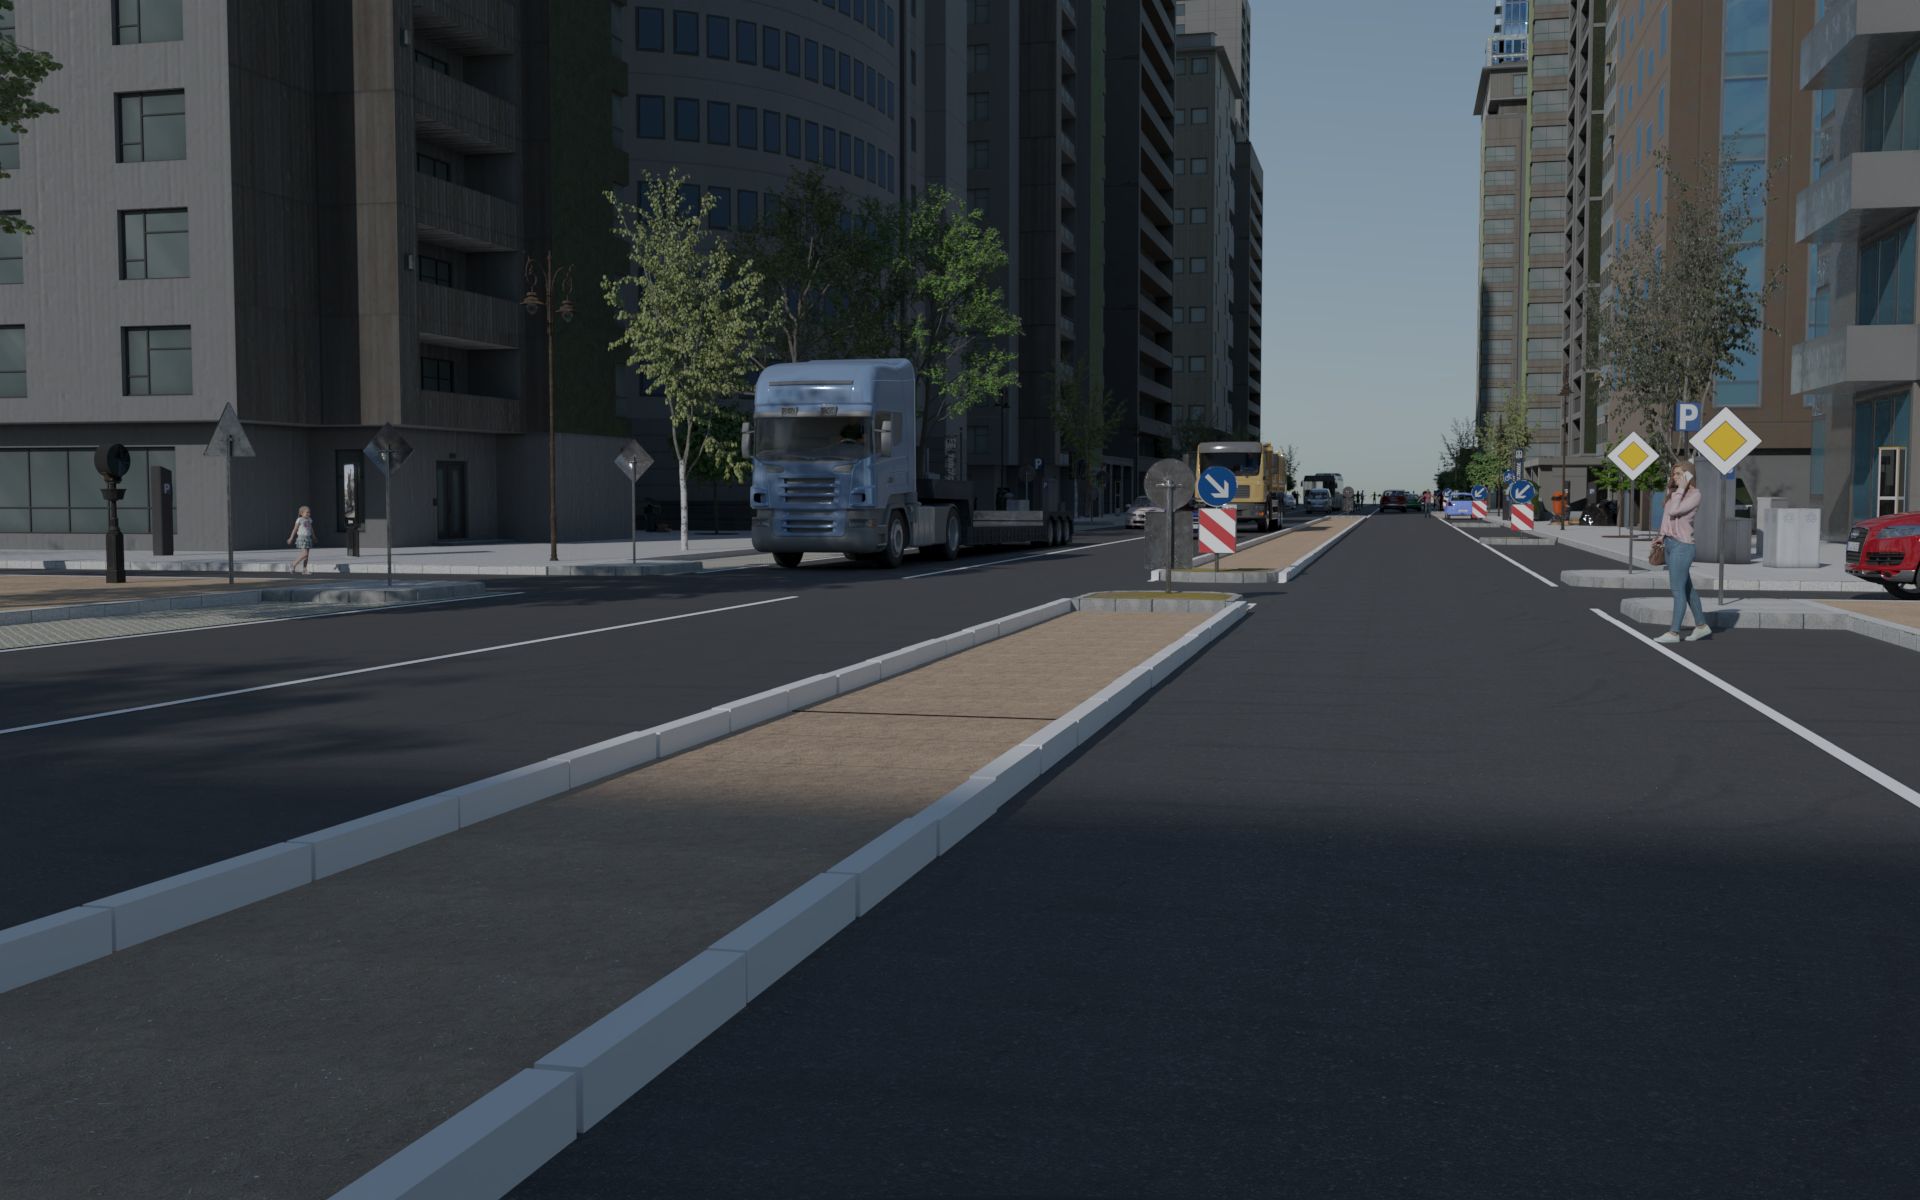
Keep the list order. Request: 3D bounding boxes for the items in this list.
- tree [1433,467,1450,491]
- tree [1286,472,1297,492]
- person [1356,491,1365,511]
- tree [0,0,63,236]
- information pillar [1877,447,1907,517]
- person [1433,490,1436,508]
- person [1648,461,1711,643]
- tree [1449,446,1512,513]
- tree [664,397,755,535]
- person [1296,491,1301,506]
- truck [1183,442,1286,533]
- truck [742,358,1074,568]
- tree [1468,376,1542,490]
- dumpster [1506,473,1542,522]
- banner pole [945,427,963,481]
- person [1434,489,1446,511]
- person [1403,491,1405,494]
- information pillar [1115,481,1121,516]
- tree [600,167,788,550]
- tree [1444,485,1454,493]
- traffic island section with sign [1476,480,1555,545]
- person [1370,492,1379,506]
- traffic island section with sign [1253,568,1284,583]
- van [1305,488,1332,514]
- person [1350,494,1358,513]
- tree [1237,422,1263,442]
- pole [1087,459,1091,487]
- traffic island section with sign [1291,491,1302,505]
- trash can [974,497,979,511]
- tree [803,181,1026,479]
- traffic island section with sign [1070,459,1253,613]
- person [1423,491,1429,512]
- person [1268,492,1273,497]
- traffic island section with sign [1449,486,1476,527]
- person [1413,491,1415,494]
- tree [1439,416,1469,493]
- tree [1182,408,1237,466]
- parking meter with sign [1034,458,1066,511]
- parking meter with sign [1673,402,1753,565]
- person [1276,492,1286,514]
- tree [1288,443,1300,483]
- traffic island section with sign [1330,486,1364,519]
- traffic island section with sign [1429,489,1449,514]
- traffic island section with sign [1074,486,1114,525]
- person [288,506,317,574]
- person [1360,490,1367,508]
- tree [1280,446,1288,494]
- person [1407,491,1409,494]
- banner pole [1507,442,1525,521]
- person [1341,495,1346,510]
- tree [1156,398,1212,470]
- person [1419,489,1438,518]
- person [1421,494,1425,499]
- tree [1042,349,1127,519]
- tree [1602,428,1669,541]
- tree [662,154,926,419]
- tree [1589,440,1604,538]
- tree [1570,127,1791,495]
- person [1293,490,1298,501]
[{"bbox_3d":[53.506,-12.395,186.371,4.285,4.588,4.351,0,3,0],"label":"tree"},{"bbox_3d":[48.079,-16.620,255.452,4.285,4.588,4.351,0,3,0],"label":"tree"},{"bbox_3d":[34.160,-8.518,148.493,1.217,1.735,0.721,3,4,39],"label":"person"},{"bbox_3d":[-12.245,-6.019,16.534,7.486,12.596,7.792,0,3,0],"label":"tree"},{"bbox_3d":[14.620,-1.389,27.203,0.304,2.012,0.304,-3,5,-40],"label":"information pillar"},{"bbox_3d":[47.667,-10.109,173.798,0.705,1.823,1.348,1,4,14],"label":"person"},{"bbox_3d":[7.026,-0.470,16.776,0.643,1.750,0.593,0,4,1],"label":"person"},{"bbox_3d":[35.761,-8.148,116.928,4.285,4.588,4.351,0,3,0],"label":"tree"},{"bbox_3d":[-7.753,-4.364,55.068,4.285,4.588,4.351,0,3,0],"label":"tree"},{"bbox_3d":[42.072,-12.693,216.112,1.350,1.814,0.705,-2,4,-33],"label":"person"},{"bbox_3d":[10.790,-4.316,66.491,3.469,3.379,9.791,1,4,15],"label":"truck"},{"bbox_3d":[-0.459,-3.090,40.278,2.967,4.110,18.799,1,4,16],"label":"truck"},{"bbox_3d":[34.554,-9.690,108.800,4.737,8.622,4.395,0,3,0],"label":"tree"},{"bbox_3d":[26.484,-4.822,81.332,1.502,2.255,1.985,1,4,14],"label":"dumpster"},{"bbox_3d":[-0.182,-4.561,64.589,0.863,3.779,0.401,-1,4,-10],"label":"banner pole"},{"bbox_3d":[39.992,-8.286,143.912,0.705,1.831,1.348,-2,4,-33],"label":"person"},{"bbox_3d":[44.385,-10.044,173.277,0.990,1.755,0.434,2,4,34],"label":"person"},{"bbox_3d":[9.129,-5.855,100.215,0.304,2.012,0.304,0,4,3],"label":"information pillar"},{"bbox_3d":[-6.204,-5.434,39.215,4.737,8.622,4.395,0,3,0],"label":"tree"},{"bbox_3d":[57.851,-12.825,204.297,1.663,3.219,1.824,0,3,0],"label":"tree"},{"bbox_3d":[16.057,-2.529,49.979,1.989,1.847,2.006,1,4,14],"label":"traffic island section with sign"},{"bbox_3d":[50.082,-12.241,209.349,1.217,1.736,0.721,0,4,-2],"label":"person"},{"bbox_3d":[4.368,-1.273,28.956,2.006,1.907,1.989,1,4,14],"label":"traffic island section with sign"},{"bbox_3d":[26.441,-7.373,127.565,2.013,2.044,4.112,1,4,16],"label":"van"},{"bbox_3d":[30.344,-7.637,134.066,1.217,1.736,0.721,-2,4,-24],"label":"person"},{"bbox_3d":[28.080,-13.676,173.969,4.737,8.622,4.395,0,3,0],"label":"tree"},{"bbox_3d":[7.367,-6.436,99.079,0.158,3.312,0.155,0,3,0],"label":"pole"},{"bbox_3d":[45.317,-13.835,234.822,1.989,1.847,2.006,1,4,14],"label":"traffic island section with sign"},{"bbox_3d":[0.409,-3.737,72.758,0.748,1.137,0.748,0,3,0],"label":"trash can"},{"bbox_3d":[-1.505,-8.155,59.082,9.928,11.665,9.643,0,3,0],"label":"tree"},{"bbox_3d":[2.542,-0.834,21.777,2.006,1.907,1.989,1,4,14],"label":"traffic island section with sign"},{"bbox_3d":[37.668,-7.989,139.921,0.445,1.727,0.742,1,4,17],"label":"person"},{"bbox_3d":[18.848,-5.852,104.961,0.721,1.735,1.217,3,5,43],"label":"person"},{"bbox_3d":[22.674,-4.127,76.112,1.989,1.847,2.006,1,4,14],"label":"traffic island section with sign"},{"bbox_3d":[43.887,-9.687,167.402,1.217,1.766,0.721,3,5,44],"label":"person"},{"bbox_3d":[47.187,-12.973,162.474,4.737,8.622,4.395,0,3,0],"label":"tree"},{"bbox_3d":[21.247,-12.164,149.238,4.737,8.622,4.395,0,3,0],"label":"tree"},{"bbox_3d":[4.422,-5.400,84.543,1.738,3.016,0.543,-3,5,-44],"label":"parking meter with sign"},{"bbox_3d":[14.036,-2.199,32.219,0.543,3.016,1.738,-1,4,-15],"label":"parking meter with sign"},{"bbox_3d":[22.902,-7.037,123.430,0.709,1.838,0.599,2,4,26],"label":"person"},{"bbox_3d":[47.201,-18.362,250.586,4.737,8.622,4.395,0,3,0],"label":"tree"},{"bbox_3d":[22.790,-5.729,101.810,2.006,1.907,1.989,1,4,14],"label":"traffic island section with sign"},{"bbox_3d":[34.988,-7.104,124.785,1.989,1.847,2.006,1,4,14],"label":"traffic island section with sign"},{"bbox_3d":[6.043,-4.340,79.591,1.989,1.847,2.006,1,4,14],"label":"traffic island section with sign"},{"bbox_3d":[-11.768,-1.073,31.052,0.382,1.210,0.505,1,4,19],"label":"person"},{"bbox_3d":[41.228,-10.313,176.988,0.599,1.838,0.709,-1,4,-11],"label":"person"},{"bbox_3d":[34.368,-15.311,200.696,4.737,8.622,4.395,0,3,0],"label":"tree"},{"bbox_3d":[47.902,-10.733,184.770,0.721,1.735,1.217,2,4,29],"label":"person"},{"bbox_3d":[26.565,-5.672,82.753,0.401,3.779,0.863,-2,4,-29],"label":"banner pole"},{"bbox_3d":[33.756,-8.857,153.834,1.217,1.766,0.721,0,4,6],"label":"person"},{"bbox_3d":[17.119,-11.137,132.452,4.360,8.622,3.978,0,3,0],"label":"tree"},{"bbox_3d":[28.201,-5.819,104.365,1.217,1.743,0.721,1,4,14],"label":"person"},{"bbox_3d":[60.150,-13.156,223.685,1.350,1.814,0.705,2,4,33],"label":"person"},{"bbox_3d":[6.107,-8.421,88.045,4.737,8.622,4.395,0,3,0],"label":"tree"},{"bbox_3d":[18.981,-3.228,47.379,1.663,3.219,1.824,0,3,0],"label":"tree"},{"bbox_3d":[-4.704,-6.917,47.510,7.601,10.594,8.767,1,4,17],"label":"tree"},{"bbox_3d":[19.311,-3.446,50.944,1.663,3.219,1.824,0,3,0],"label":"tree"},{"bbox_3d":[14.991,-5.215,35.636,4.360,8.622,3.978,0,3,0],"label":"tree"},{"bbox_3d":[34.048,-10.263,176.311,0.705,1.822,1.348,3,5,45],"label":"person"}]
